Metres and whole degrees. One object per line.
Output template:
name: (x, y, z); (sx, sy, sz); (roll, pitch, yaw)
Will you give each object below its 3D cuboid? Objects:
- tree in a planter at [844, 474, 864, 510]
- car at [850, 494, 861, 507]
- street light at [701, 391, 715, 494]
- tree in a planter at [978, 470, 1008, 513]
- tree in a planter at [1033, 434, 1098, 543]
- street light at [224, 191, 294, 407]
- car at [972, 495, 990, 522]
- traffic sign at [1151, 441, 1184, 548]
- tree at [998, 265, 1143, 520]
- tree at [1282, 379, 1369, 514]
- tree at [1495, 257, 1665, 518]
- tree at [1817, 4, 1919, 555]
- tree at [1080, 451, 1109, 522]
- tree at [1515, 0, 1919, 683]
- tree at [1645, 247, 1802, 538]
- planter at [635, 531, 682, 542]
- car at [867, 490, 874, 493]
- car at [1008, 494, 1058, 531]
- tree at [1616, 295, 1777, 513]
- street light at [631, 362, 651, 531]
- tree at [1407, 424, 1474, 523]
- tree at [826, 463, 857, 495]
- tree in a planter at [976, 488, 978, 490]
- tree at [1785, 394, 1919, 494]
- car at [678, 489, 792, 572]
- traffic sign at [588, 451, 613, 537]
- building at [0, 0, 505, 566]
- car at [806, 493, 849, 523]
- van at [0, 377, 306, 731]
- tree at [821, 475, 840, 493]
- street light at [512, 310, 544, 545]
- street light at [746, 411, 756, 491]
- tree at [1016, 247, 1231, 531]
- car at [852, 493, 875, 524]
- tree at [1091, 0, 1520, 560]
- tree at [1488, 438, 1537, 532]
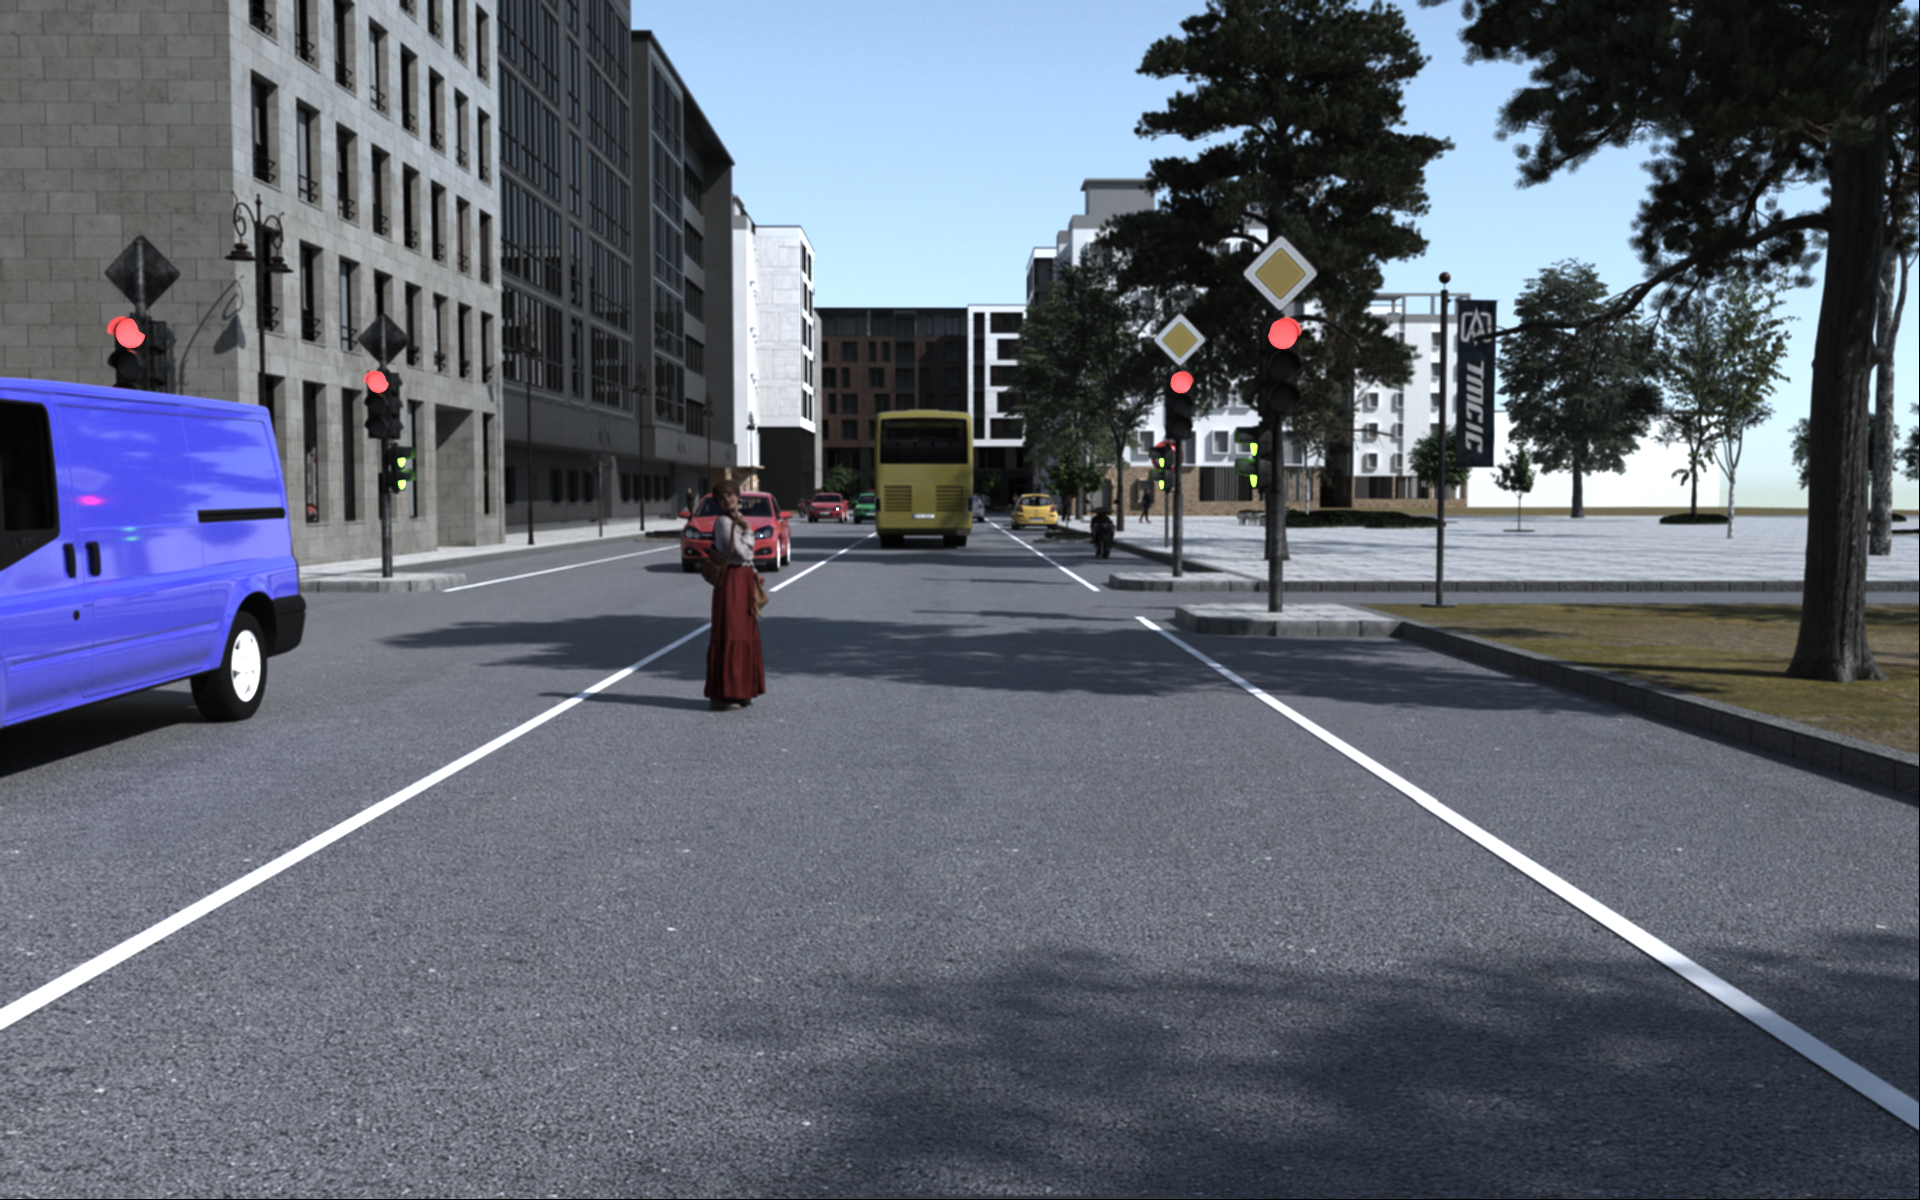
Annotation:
tree in a planter: (-9.556, -9.697, 155.771); (1.991, 3.239, 1.994); (0, 4, 0)
car: (-9.852, -9.829, 172.506); (2.131, 1.459, 4.920); (0, 4, 1)
street light: (-11.299, -6.434, 77.978); (0.468, 5.910, 1.993); (0, 4, 0)
tree in a planter: (2.573, -8.037, 128.633); (1.991, 3.239, 1.994); (0, 4, 0)
tree in a planter: (3.191, -3.313, 51.390); (1.991, 3.239, 1.994); (0, 4, 0)
street light: (-10.794, -3.305, 26.823); (0.468, 5.910, 1.993); (0, 4, 0)
car: (0.297, -4.738, 89.823); (2.083, 1.381, 4.827); (0, 4, -1)
traffic sign: (4.952, -2.527, 41.422); (0.768, 2.556, 0.104); (0, 4, 6)
tree: (5.586, -10.285, 86.284); (7.486, 12.596, 7.792); (0, 3, 0)
tree: (15.861, -7.793, 77.775); (4.360, 8.622, 3.978); (0, 3, 0)
tree: (33.280, -11.387, 92.833); (9.857, 13.997, 8.962); (0, 3, 0)
tree: (17.952, -11.037, 36.343); (12.611, 20.169, 13.585); (0, 3, 0)
tree: (6.036, -5.132, 78.508); (1.663, 3.219, 1.824); (0, 3, 0)
tree: (6.174, -5.490, 11.819); (6.751, 12.117, 7.091); (0, 3, 0)
tree: (22.290, -6.103, 50.145); (4.737, 8.622, 4.395); (0, 3, 0)
planter: (-8.724, -1.925, 52.607); (1.991, 0.319, 1.994); (0, 4, 0)
car: (-7.072, -8.407, 146.124); (2.281, 1.827, 5.304); (0, 4, 1)
car: (2.962, -3.623, 69.467); (2.015, 1.641, 3.980); (0, 4, -1)
tree: (33.797, -8.913, 80.140); (7.601, 10.594, 8.767); (-1, 4, -17)
street light: (-11.169, -5.378, 60.716); (0.468, 5.910, 1.993); (0, 4, 0)
tree: (21.950, -5.793, 78.426); (4.285, 4.588, 4.351); (0, 3, 0)
tree: (-12.298, -11.954, 179.153); (4.285, 4.588, 4.351); (0, 3, 0)
tree in a planter: (2.354, -9.706, 155.912); (1.991, 3.239, 1.994); (0, 4, 0)
tree: (55.854, -7.940, 92.729); (20.602, 7.101, 11.467); (0, 4, 3)
car: (-4.263, -1.480, 33.238); (2.155, 1.783, 4.494); (0, 4, -2)
traffic sign: (-10.734, -3.154, 51.679); (0.768, 2.556, 0.104); (0, 4, 3)
building: (-16.931, -11.083, 35.956); (10.420, 20.320, 16.860); (0, 4, 0)
car: (-6.734, -4.861, 88.522); (2.155, 1.783, 4.494); (0, 4, 1)
van: (-5.419, -0.302, 9.318); (2.240, 2.365, 5.245); (0, 4, -1)
tree: (-12.855, -11.012, 174.648); (1.663, 3.219, 1.824); (0, 3, 0)
street light: (-10.875, -4.339, 43.728); (0.468, 5.910, 1.993); (0, 4, 0)
street light: (-11.424, -7.461, 94.779); (0.468, 5.910, 1.993); (0, 4, 0)
tree: (5.740, -7.656, 59.589); (8.767, 10.594, 7.601); (3, 4, 36)
car: (-4.230, -4.619, 84.311); (1.959, 1.807, 4.718); (0, 4, -1)
tree: (6.081, -6.814, 33.464); (6.751, 12.117, 7.091); (0, 3, 0)
tree: (19.263, -3.961, 59.367); (1.663, 3.219, 1.824); (0, 3, 0)
